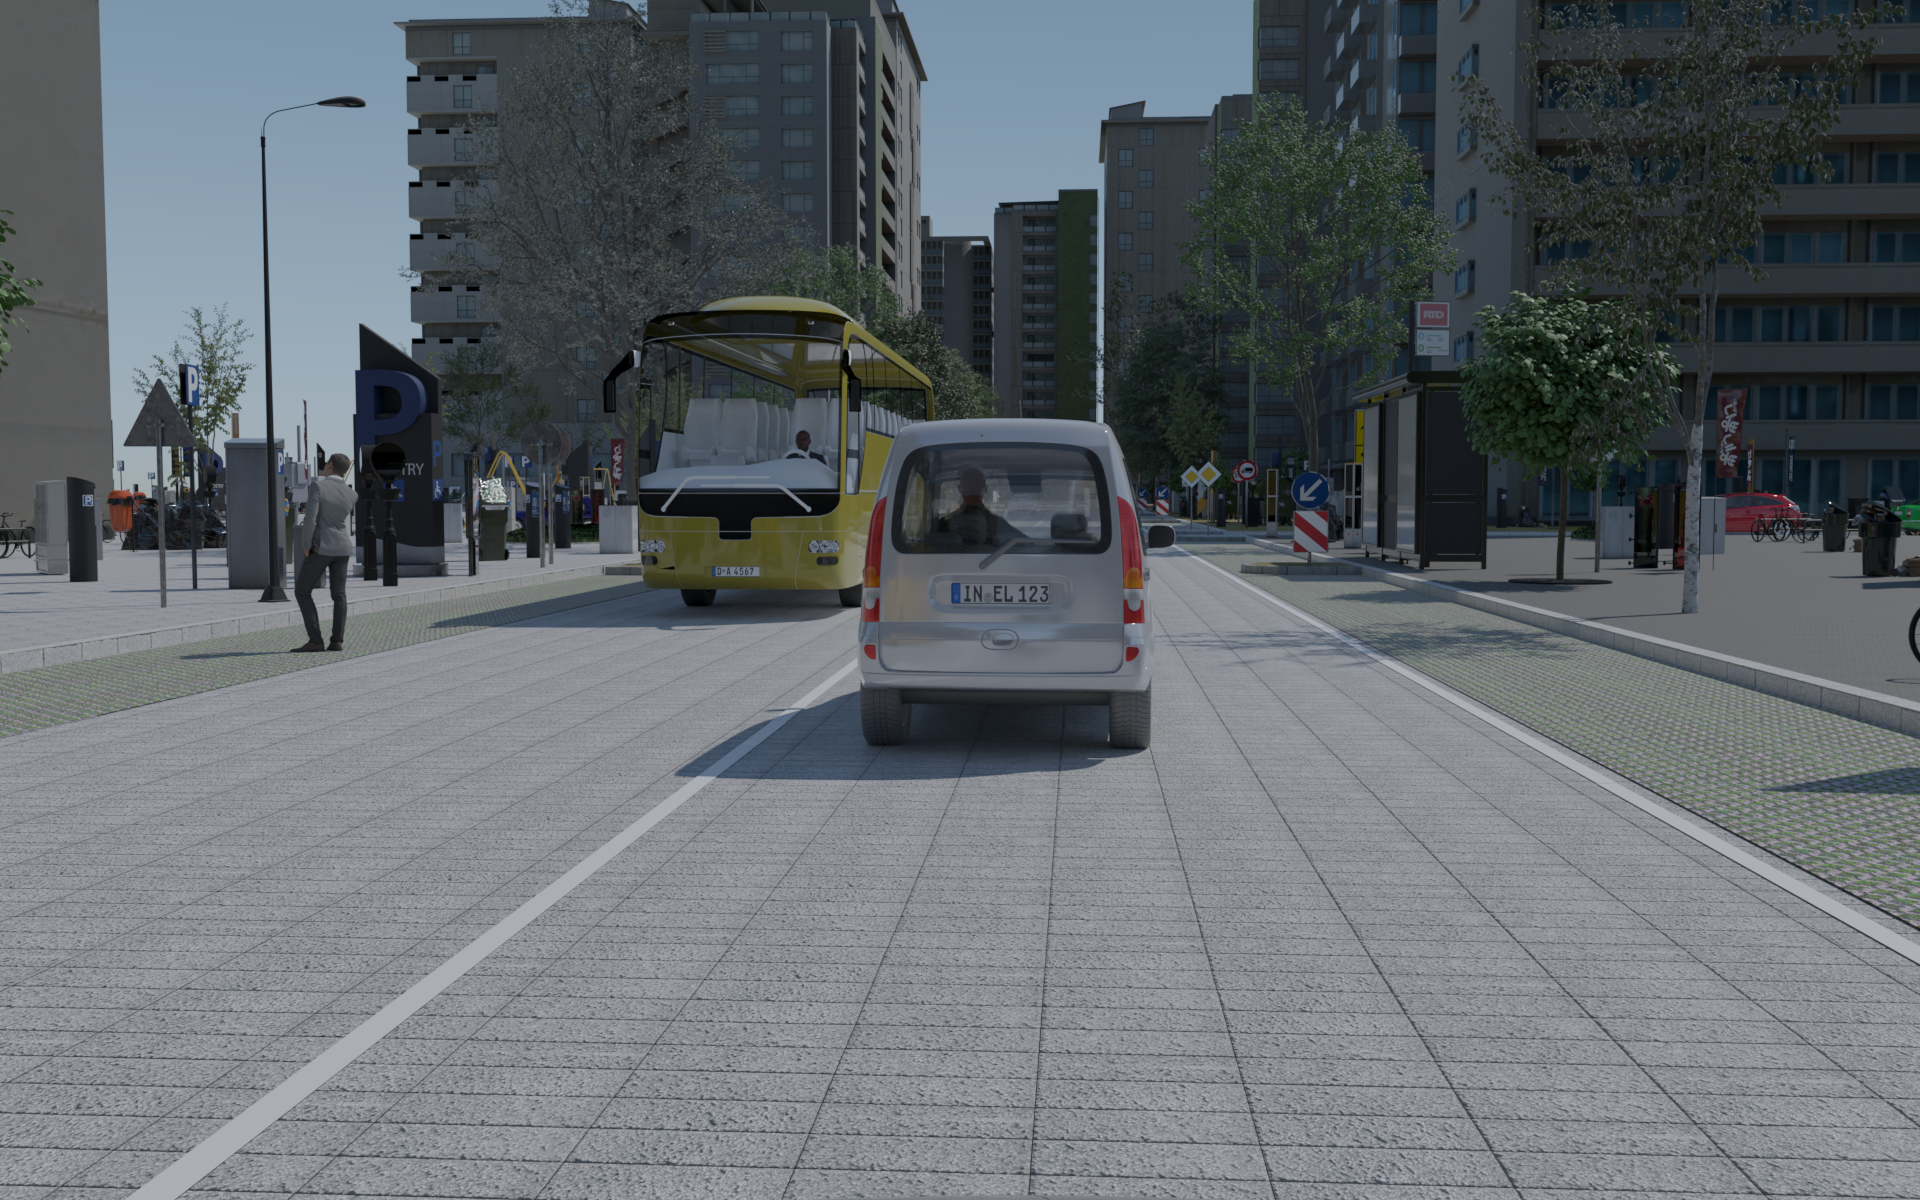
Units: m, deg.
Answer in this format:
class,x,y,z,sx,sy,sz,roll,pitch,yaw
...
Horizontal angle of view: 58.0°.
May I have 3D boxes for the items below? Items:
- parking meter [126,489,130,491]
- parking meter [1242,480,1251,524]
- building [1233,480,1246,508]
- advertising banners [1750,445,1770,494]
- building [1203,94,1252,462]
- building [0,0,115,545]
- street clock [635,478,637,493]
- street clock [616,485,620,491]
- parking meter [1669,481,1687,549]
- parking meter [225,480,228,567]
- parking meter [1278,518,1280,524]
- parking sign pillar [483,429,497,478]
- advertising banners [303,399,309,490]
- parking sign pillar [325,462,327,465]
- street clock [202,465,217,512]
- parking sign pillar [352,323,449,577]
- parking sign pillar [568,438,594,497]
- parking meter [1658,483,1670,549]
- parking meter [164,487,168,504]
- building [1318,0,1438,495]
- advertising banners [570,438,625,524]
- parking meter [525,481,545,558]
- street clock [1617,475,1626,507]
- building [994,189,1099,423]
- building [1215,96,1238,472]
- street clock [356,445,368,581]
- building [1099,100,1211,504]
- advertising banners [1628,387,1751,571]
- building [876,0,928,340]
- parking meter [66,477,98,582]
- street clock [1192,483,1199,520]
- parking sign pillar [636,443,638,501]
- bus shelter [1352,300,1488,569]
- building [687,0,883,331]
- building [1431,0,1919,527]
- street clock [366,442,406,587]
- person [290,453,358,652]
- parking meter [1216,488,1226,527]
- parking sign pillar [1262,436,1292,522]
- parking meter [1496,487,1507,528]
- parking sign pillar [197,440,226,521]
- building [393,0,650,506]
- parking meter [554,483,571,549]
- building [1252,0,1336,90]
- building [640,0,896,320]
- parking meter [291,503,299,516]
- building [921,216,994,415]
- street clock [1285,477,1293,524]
class,x,y,z,sx,sy,sz,roll,pitch,yaw
parking meter,-41.173,-4.714,85.479,0.372,1.533,0.369,0,3,0
parking meter,12.275,-4.186,74.152,0.399,1.863,0.255,0,4,-1
building,42.168,-28.705,161.204,32.217,40.220,23.993,0,4,4
advertising banners,28.419,-4.008,61.713,2.074,3.025,0.090,-3,5,-43
building,34.899,-33.311,194.744,14.600,45.320,14.200,0,4,4
building,-34.994,-25.302,37.387,21.600,48.544,21.300,0,4,4
street clock,-13.301,-4.132,72.133,0.471,2.002,0.358,0,4,-1
street clock,-24.653,-7.318,124.223,0.358,2.002,0.471,2,4,29
parking meter,13.981,-1.524,33.334,0.372,1.533,0.369,0,3,0
parking meter,-12.764,-1.356,30.579,0.372,1.533,0.369,0,3,0
parking meter,14.006,-4.248,75.169,0.399,1.863,0.255,3,5,40
parking sign pillar,-19.390,-5.081,71.552,1.447,3.967,1.447,-1,4,-18
advertising banners,-12.388,-2.253,33.029,0.090,3.025,2.074,-1,4,-15
parking sign pillar,-48.579,-8.884,133.732,1.447,3.967,1.447,-1,4,-18
street clock,-18.913,-2.391,43.670,0.358,2.002,0.471,-3,4,-38
parking sign pillar,-8.828,-2.370,27.227,1.447,3.967,1.447,0,4,8
parking sign pillar,-18.488,-5.871,84.458,1.447,3.967,1.447,2,4,31
parking meter,16.532,-1.966,40.562,0.372,1.533,0.369,0,3,0
parking meter,-61.326,-7.822,133.593,0.255,1.863,0.399,2,4,26
building,37.134,-30.509,118.436,23.786,49.044,30.456,0,4,4
advertising banners,-11.463,-3.576,54.649,2.074,3.025,0.090,1,4,18
parking meter,-8.531,-1.614,34.796,0.372,1.533,0.369,0,3,0
street clock,25.194,-3.756,65.982,0.358,2.002,0.471,1,4,10
building,11.641,-33.706,234.682,14.086,41.232,14.154,0,4,4
building,33.643,-30.410,180.805,14.154,41.232,14.086,0,4,4
street clock,-8.738,-1.287,25.615,0.358,2.002,0.471,-2,4,-24
building,33.048,-39.798,239.938,27.495,52.752,28.713,0,4,4
advertising banners,12.306,-2.027,29.329,0.090,3.025,2.074,-3,4,-36
building,-18.427,-36.830,191.409,27.495,52.752,28.713,0,4,4
parking meter,-12.834,-1.035,25.326,0.372,1.533,0.369,0,3,0
street clock,11.531,-4.911,84.870,0.358,2.002,0.471,1,4,15
parking sign pillar,-11.270,-4.553,62.914,1.447,3.967,1.447,-3,4,-36
bus shelter,8.944,-3.425,33.634,2.179,5.291,8.768,0,4,4
building,-14.168,-28.188,144.470,14.154,41.232,14.086,0,4,4
building,32.621,-27.685,76.348,21.600,48.544,21.300,0,4,4
street clock,-7.928,-1.191,24.046,0.471,2.002,0.358,-2,4,-24
person,-5.761,-0.429,15.697,0.592,1.802,0.473,-3,5,-44
parking meter,10.139,-3.595,67.197,0.372,1.533,0.369,0,3,0
parking sign pillar,14.721,-5.626,80.463,1.447,3.967,1.447,1,4,9
parking meter,20.459,-3.486,65.401,0.372,1.533,0.369,0,3,0
parking sign pillar,-36.142,-5.822,83.667,1.447,3.967,1.447,2,4,24
building,-45.850,-36.951,193.391,27.495,52.752,28.713,0,4,4
parking meter,-9.361,-1.981,40.792,0.372,1.533,0.369,0,3,0
building,30.869,-28.083,142.745,14.154,41.232,14.086,0,4,4
building,-17.663,-32.944,162.337,21.300,48.544,21.600,0,4,4
parking meter,-39.659,-5.964,103.224,0.255,1.863,0.399,1,4,17
building,-6.935,-33.810,244.670,23.993,40.220,32.217,0,4,4
street clock,14.101,-4.277,74.503,0.471,2.002,0.358,3,4,38
